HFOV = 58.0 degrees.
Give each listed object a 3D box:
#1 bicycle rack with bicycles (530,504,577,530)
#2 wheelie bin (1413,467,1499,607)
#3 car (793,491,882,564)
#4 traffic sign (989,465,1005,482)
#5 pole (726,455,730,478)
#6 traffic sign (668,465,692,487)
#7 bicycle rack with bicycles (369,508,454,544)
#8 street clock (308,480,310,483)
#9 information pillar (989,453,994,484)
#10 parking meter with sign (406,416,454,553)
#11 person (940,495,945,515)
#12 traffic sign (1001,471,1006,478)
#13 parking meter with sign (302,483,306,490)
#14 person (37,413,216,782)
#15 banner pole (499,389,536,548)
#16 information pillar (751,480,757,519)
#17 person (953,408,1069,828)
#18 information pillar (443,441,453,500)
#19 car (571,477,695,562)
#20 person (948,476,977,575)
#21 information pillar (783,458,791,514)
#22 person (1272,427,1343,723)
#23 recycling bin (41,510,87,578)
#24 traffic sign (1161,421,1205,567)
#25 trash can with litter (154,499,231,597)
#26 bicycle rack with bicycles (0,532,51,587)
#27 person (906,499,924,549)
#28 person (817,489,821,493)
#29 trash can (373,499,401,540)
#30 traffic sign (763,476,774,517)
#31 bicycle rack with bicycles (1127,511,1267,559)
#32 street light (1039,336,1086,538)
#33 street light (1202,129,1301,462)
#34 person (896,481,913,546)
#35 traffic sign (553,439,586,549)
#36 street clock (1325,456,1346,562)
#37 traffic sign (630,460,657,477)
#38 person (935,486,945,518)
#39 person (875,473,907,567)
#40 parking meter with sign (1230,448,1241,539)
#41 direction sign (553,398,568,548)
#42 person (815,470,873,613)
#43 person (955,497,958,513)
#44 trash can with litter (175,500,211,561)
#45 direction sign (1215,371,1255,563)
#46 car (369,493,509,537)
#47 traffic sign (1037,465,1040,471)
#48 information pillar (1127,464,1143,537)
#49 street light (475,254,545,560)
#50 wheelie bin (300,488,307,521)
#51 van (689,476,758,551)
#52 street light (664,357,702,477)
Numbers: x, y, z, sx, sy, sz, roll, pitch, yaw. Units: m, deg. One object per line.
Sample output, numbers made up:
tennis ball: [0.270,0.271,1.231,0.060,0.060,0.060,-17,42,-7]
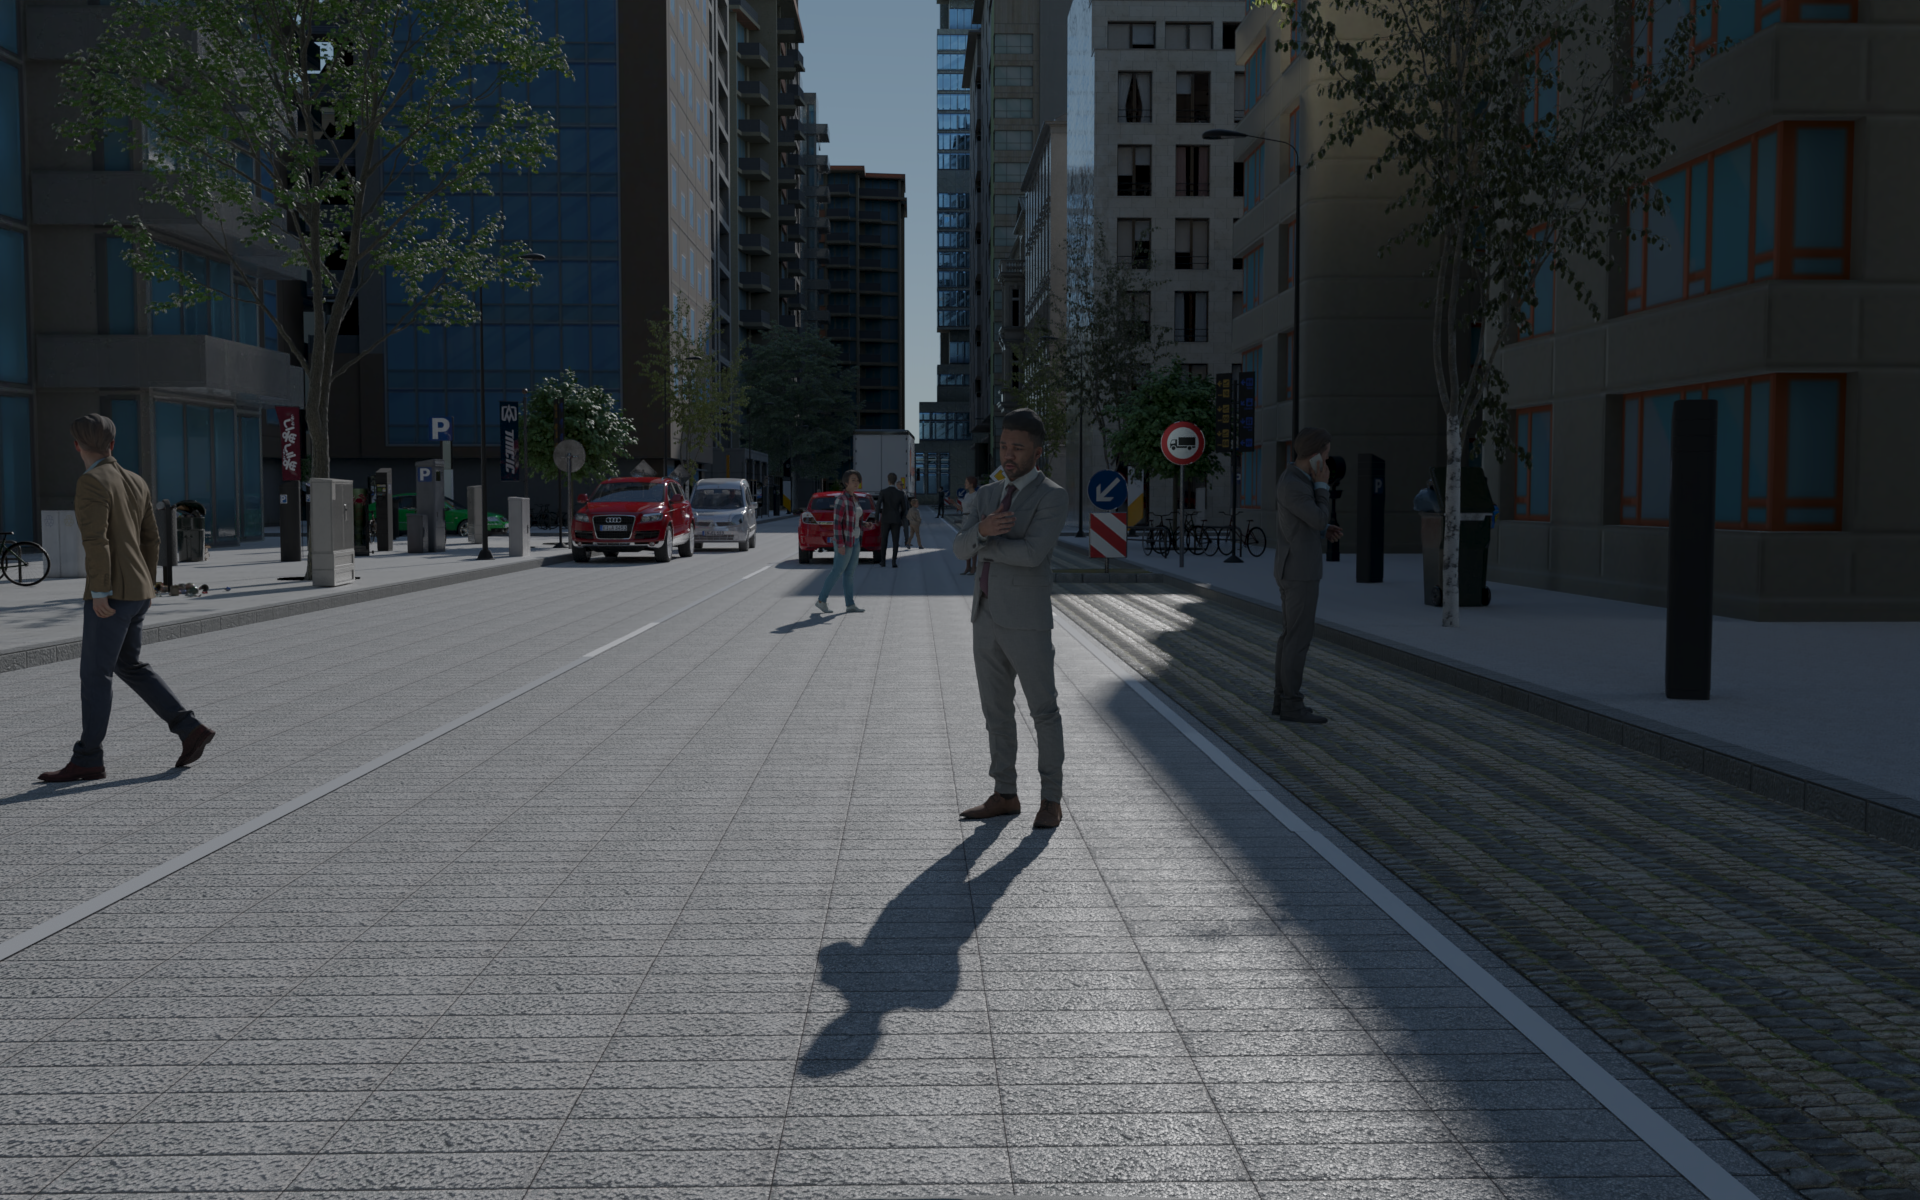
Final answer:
bicycle rack with bicycles: [-14.968,-3.022,62.797,2.925,0.926,2.852,2,4,30]
wheelie bin: [5.652,-0.732,19.878,0.980,1.594,0.693,-1,4,-9]
car: [-2.531,-1.721,37.172,2.155,1.783,4.494,0,4,-3]
traffic sign: [1.389,-3.390,59.066,0.795,2.450,0.064,0,4,-2]
pole: [-12.082,-5.898,90.270,0.158,3.312,0.155,0,3,0]
traffic sign: [-9.502,-3.373,58.790,0.795,2.450,0.064,0,4,-2]
bicycle rack with bicycles: [-14.416,-1.924,44.841,2.852,0.926,2.925,-1,4,-15]
street clock: [-31.951,-4.952,85.530,0.471,2.002,0.358,2,4,35]
information pillar: [1.798,-6.596,99.202,0.183,3.616,0.504,2,4,24]
parking meter with sign: [-11.695,-2.562,38.152,0.543,3.016,1.738,0,4,3]
person: [-1.240,-6.522,115.227,0.391,1.810,0.635,-3,5,-42]
traffic sign: [1.607,-2.902,51.084,0.795,2.450,0.064,0,4,-2]
parking meter with sign: [-44.517,-7.451,118.084,1.738,3.016,0.543,0,4,-4]
person: [-4.278,-0.027,8.845,0.836,1.842,0.656,-2,4,-32]
banner pole: [-10.531,-3.126,41.131,0.863,3.779,0.401,-2,4,-35]
information pillar: [-10.775,-5.237,90.117,0.304,2.012,0.304,2,4,32]
person: [0.209,0.071,7.525,0.511,1.800,0.466,2,4,26]
information pillar: [-17.389,-4.124,58.782,0.504,3.616,0.183,2,4,33]
car: [-7.096,-1.792,37.974,2.281,1.827,5.304,0,4,0]
person: [0.099,-1.320,30.647,0.524,1.755,0.480,-2,4,-32]
information pillar: [-10.973,-7.250,109.895,0.504,3.616,0.183,1,4,11]
person: [2.198,-0.161,10.938,0.447,1.846,0.655,0,4,2]
recycling bin: [-13.628,-0.868,26.753,0.722,1.027,0.722,1,4,15]
traffic sign: [3.885,-1.845,30.265,0.768,2.556,0.104,0,4,3]
trash can with litter: [-10.288,-0.688,22.309,1.678,1.210,2.233,-2,4,-31]
bicycle rack with bicycles: [-14.122,-0.645,23.931,2.925,0.926,2.852,-1,4,-10]
person: [-1.191,-1.966,44.919,0.475,1.303,0.640,2,4,35]
person: [-10.208,-7.168,125.883,0.537,1.800,0.526,1,4,12]
trash can: [-16.053,-2.257,48.561,0.748,1.137,0.748,0,3,0]
traffic sign: [-10.648,-5.758,96.275,0.606,2.300,0.079,0,4,7]
bicycle rack with bicycles: [4.601,-1.373,35.830,2.852,0.926,2.925,-1,4,-23]
street light: [3.030,-4.803,51.073,1.470,5.913,1.316,0,4,-2]
street light: [3.776,-3.039,22.227,1.470,5.913,1.316,0,4,-2]
person: [-1.589,-2.396,47.852,0.661,1.801,0.590,-3,5,-40]
traffic sign: [-9.114,-2.465,40.403,0.768,2.556,0.104,0,4,3]
street clock: [7.097,-1.732,32.896,0.358,2.002,0.471,-1,4,-22]
traffic sign: [-9.284,-2.885,50.808,0.795,2.450,0.064,0,4,-2]
person: [-1.179,-5.834,103.241,0.474,1.900,0.648,-2,4,-30]
person: [-1.383,-1.569,33.930,0.659,1.850,0.755,-1,4,-11]
parking meter with sign: [7.779,-3.167,48.048,0.543,3.016,1.738,1,4,18]
direction sign: [-9.497,-3.003,41.093,0.379,3.537,0.876,-2,4,-27]
person: [-1.396,-0.711,20.961,0.643,1.720,0.563,1,4,22]
person: [-0.189,-7.013,127.851,0.352,1.250,0.332,0,4,6]
trash can with litter: [-14.665,-1.322,33.006,0.624,1.170,1.055,-1,4,-14]
direction sign: [5.126,-2.467,32.333,0.379,3.537,0.876,-3,5,-44]
car: [-16.252,-2.711,53.113,4.718,1.807,1.959,0,4,-2]
traffic sign: [2.815,-4.237,69.381,0.768,2.556,0.104,0,3,0]
information pillar: [5.231,-3.690,51.690,0.504,3.616,0.183,2,4,32]
street light: [-8.718,-3.735,33.616,1.470,5.913,1.316,0,4,-2]
wheelie bin: [-31.627,-4.610,83.286,0.693,1.594,0.980,-1,4,-18]
van: [-6.184,-2.300,44.620,2.013,2.044,4.112,0,4,-3]
street light: [-9.416,-5.264,58.610,1.470,5.913,1.316,0,4,-2]
